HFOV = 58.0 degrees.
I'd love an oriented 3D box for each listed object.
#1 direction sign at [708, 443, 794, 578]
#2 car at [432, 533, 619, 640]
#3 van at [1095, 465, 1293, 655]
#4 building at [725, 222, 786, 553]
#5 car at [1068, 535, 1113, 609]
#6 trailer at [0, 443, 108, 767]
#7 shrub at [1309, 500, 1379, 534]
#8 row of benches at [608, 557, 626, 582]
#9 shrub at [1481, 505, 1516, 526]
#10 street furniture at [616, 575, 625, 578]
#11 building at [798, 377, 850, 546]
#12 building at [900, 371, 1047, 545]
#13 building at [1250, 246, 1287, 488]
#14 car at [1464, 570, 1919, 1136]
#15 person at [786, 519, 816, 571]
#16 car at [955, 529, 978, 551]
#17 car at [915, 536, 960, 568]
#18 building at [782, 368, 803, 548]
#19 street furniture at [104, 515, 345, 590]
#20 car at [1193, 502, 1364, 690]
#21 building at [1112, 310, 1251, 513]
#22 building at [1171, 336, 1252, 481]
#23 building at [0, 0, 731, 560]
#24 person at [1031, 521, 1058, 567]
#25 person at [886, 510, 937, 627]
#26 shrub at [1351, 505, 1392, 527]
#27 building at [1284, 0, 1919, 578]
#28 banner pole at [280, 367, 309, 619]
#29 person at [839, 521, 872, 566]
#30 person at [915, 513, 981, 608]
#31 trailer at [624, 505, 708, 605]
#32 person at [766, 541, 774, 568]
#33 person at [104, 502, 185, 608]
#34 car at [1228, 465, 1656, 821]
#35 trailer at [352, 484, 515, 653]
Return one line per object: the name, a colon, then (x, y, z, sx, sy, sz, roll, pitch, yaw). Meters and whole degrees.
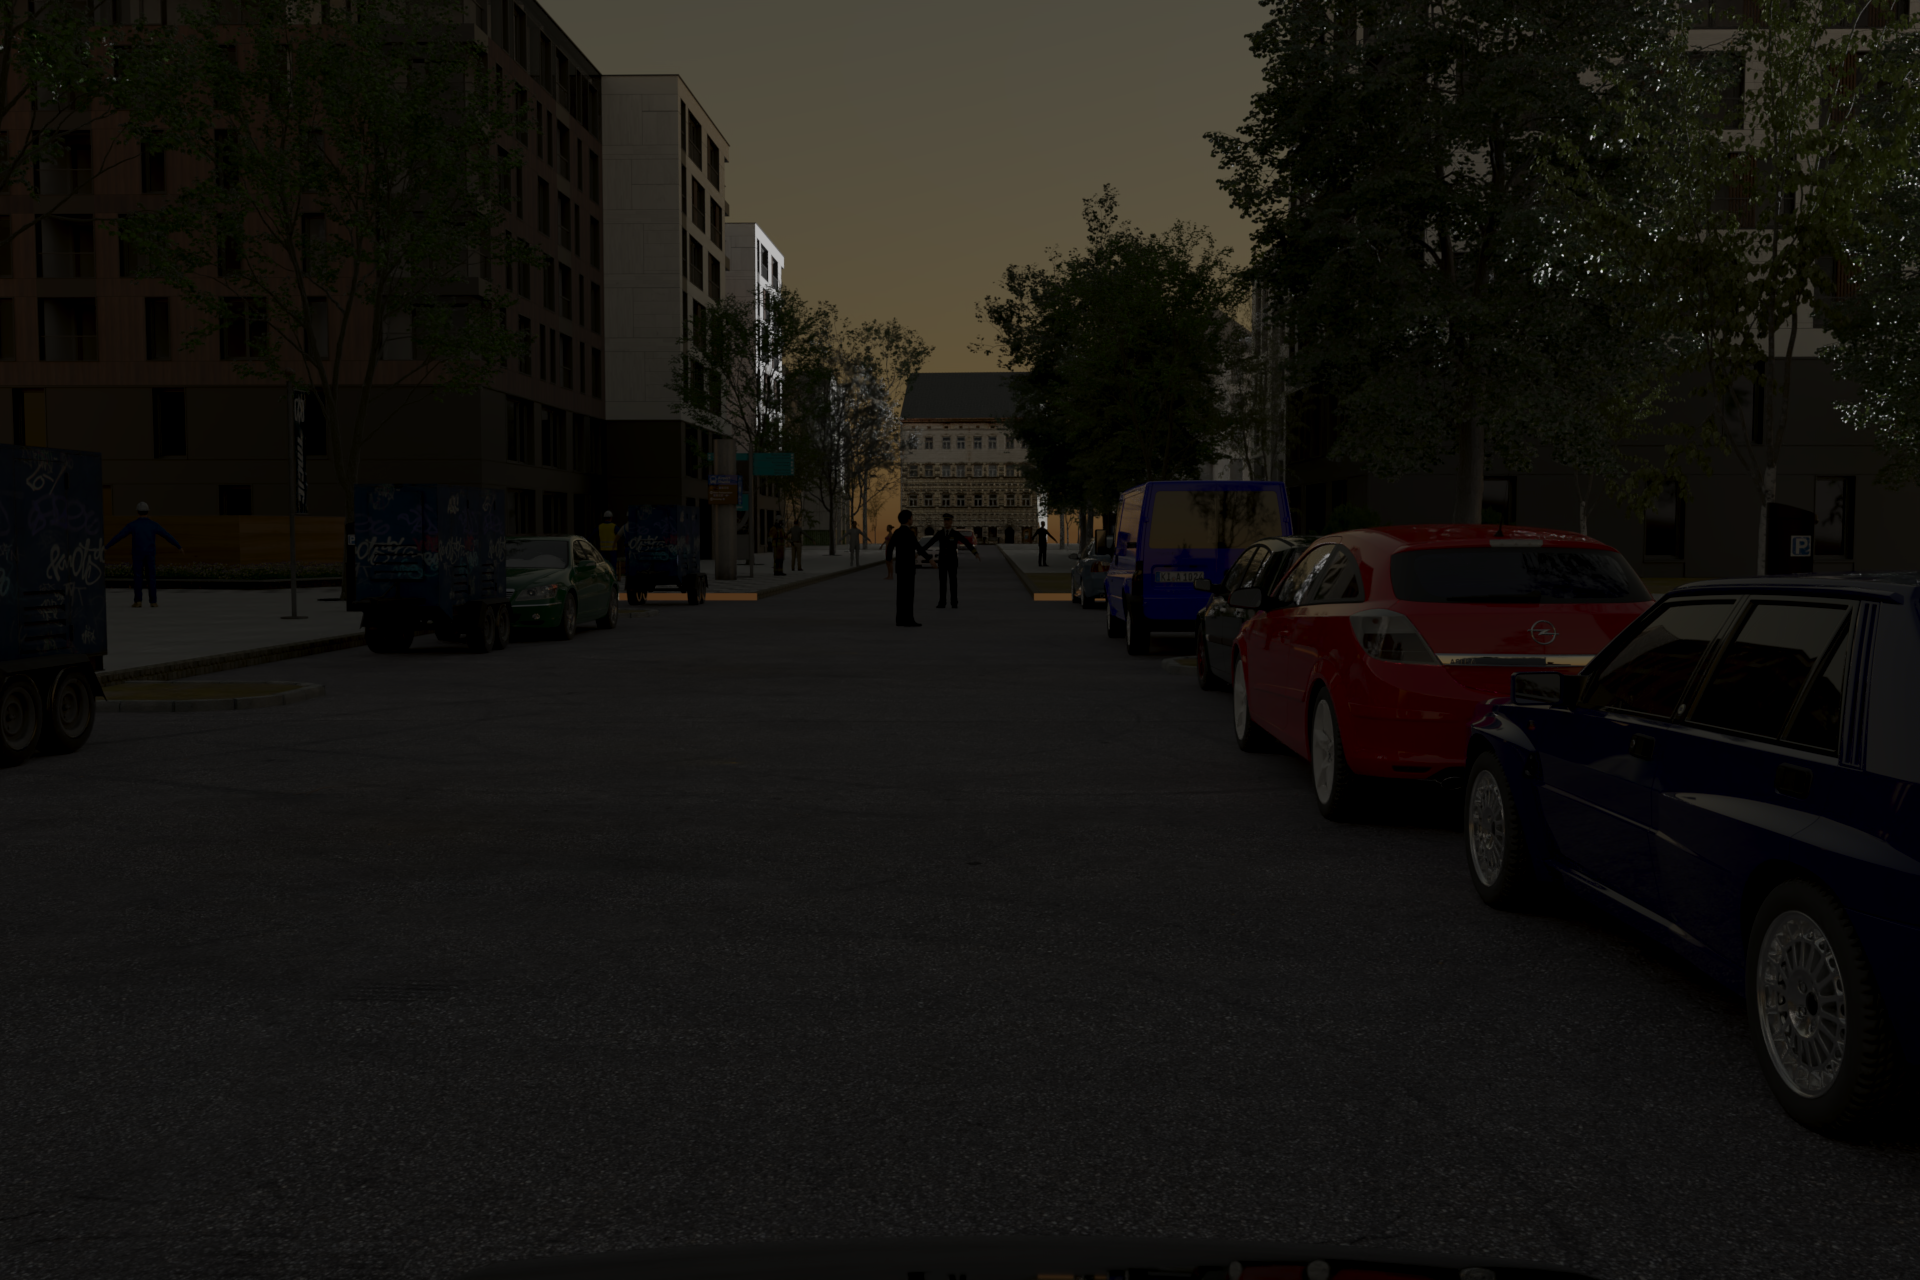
direction sign: (-6.126, -3.830, 51.375, 2.525, 3.948, 1.411, 0, 3, 0)
car: (-6.142, -0.798, 24.845, 2.131, 1.459, 4.920, 0, 4, 0)
van: (2.940, -1.085, 22.127, 2.240, 2.365, 5.245, 0, 4, 0)
building: (-27.357, -16.402, 112.146, 27.936, 21.610, 32.646, 0, 4, 2)
car: (3.194, -1.374, 34.471, 2.014, 1.417, 4.499, 0, 4, 0)
trailer: (-6.507, -0.195, 10.236, 1.471, 1.999, 3.904, 0, 4, 1)
shrub: (8.945, -2.211, 40.194, 1.661, 2.075, 1.752, 0, 3, 0)
row of benches: (-9.640, -1.900, 46.530, 1.422, 0.672, 4.104, 2, 4, 26)
shrub: (14.382, -2.643, 47.262, 1.661, 2.075, 1.752, 0, 3, 0)
street furniture: (-13.140, -2.289, 53.046, 10.072, 0.657, 5.734, 0, 4, -7)
building: (-22.431, -20.684, 204.641, 16.747, 18.905, 31.486, 0, 3, 0)
building: (2.199, -24.470, 233.470, 18.063, 23.208, 19.493, 0, 4, 6)
building: (27.316, -14.205, 98.702, 16.747, 18.905, 31.486, 0, 4, 1)
car: (2.869, 0.435, 5.465, 1.945, 1.354, 3.894, 0, 3, 0)
person: (-5.690, -3.308, 60.356, 1.348, 1.796, 0.705, 1, 4, 15)
car: (0.190, -7.263, 127.423, 2.281, 1.827, 5.304, 0, 4, 0)
car: (-1.027, -3.755, 73.760, 2.083, 1.381, 4.827, 0, 4, 1)
building: (-25.423, -20.601, 167.752, 19.493, 23.208, 18.063, 0, 3, 0)
street furniture: (-18.061, -2.182, 42.538, 11.010, 1.723, 9.812, 1, 4, 17)
car: (3.051, -0.300, 14.685, 2.009, 1.686, 4.222, 0, 4, 0)
building: (24.610, -21.136, 176.494, 19.493, 23.208, 18.063, 0, 4, 1)
building: (25.201, -18.838, 164.425, 16.016, 20.090, 11.380, 0, 4, 1)
building: (-26.474, -14.166, 75.589, 27.936, 21.610, 32.646, 0, 4, 2)
person: (3.284, -3.797, 68.313, 1.346, 1.802, 0.704, -3, 4, -38)
person: (-0.817, -1.116, 26.882, 0.705, 1.806, 1.347, -2, 4, -35)
shrub: (10.227, -2.441, 43.948, 1.661, 2.075, 1.752, 0, 3, 0)
building: (26.049, -13.583, 66.064, 27.936, 21.610, 32.646, 0, 4, 1)
banner pole: (-10.086, -2.223, 26.363, 0.401, 3.779, 0.863, 0, 4, 0)
person: (-4.180, -3.834, 68.874, 1.347, 1.806, 0.705, -1, 4, -16)
person: (-0.238, -1.533, 33.465, 1.347, 1.837, 0.705, 1, 4, 14)
trailer: (-5.972, -1.678, 34.485, 1.471, 1.999, 3.904, 0, 4, 1)
person: (-6.988, -3.426, 65.287, 0.599, 1.433, 0.991, 2, 4, 30)
person: (-14.289, -1.495, 30.318, 1.347, 1.842, 0.705, -2, 4, -32)
car: (2.716, -0.067, 10.134, 2.155, 1.783, 4.494, 0, 4, 1)
trailer: (-6.375, -0.817, 20.402, 1.471, 1.999, 3.904, 0, 4, 1)
